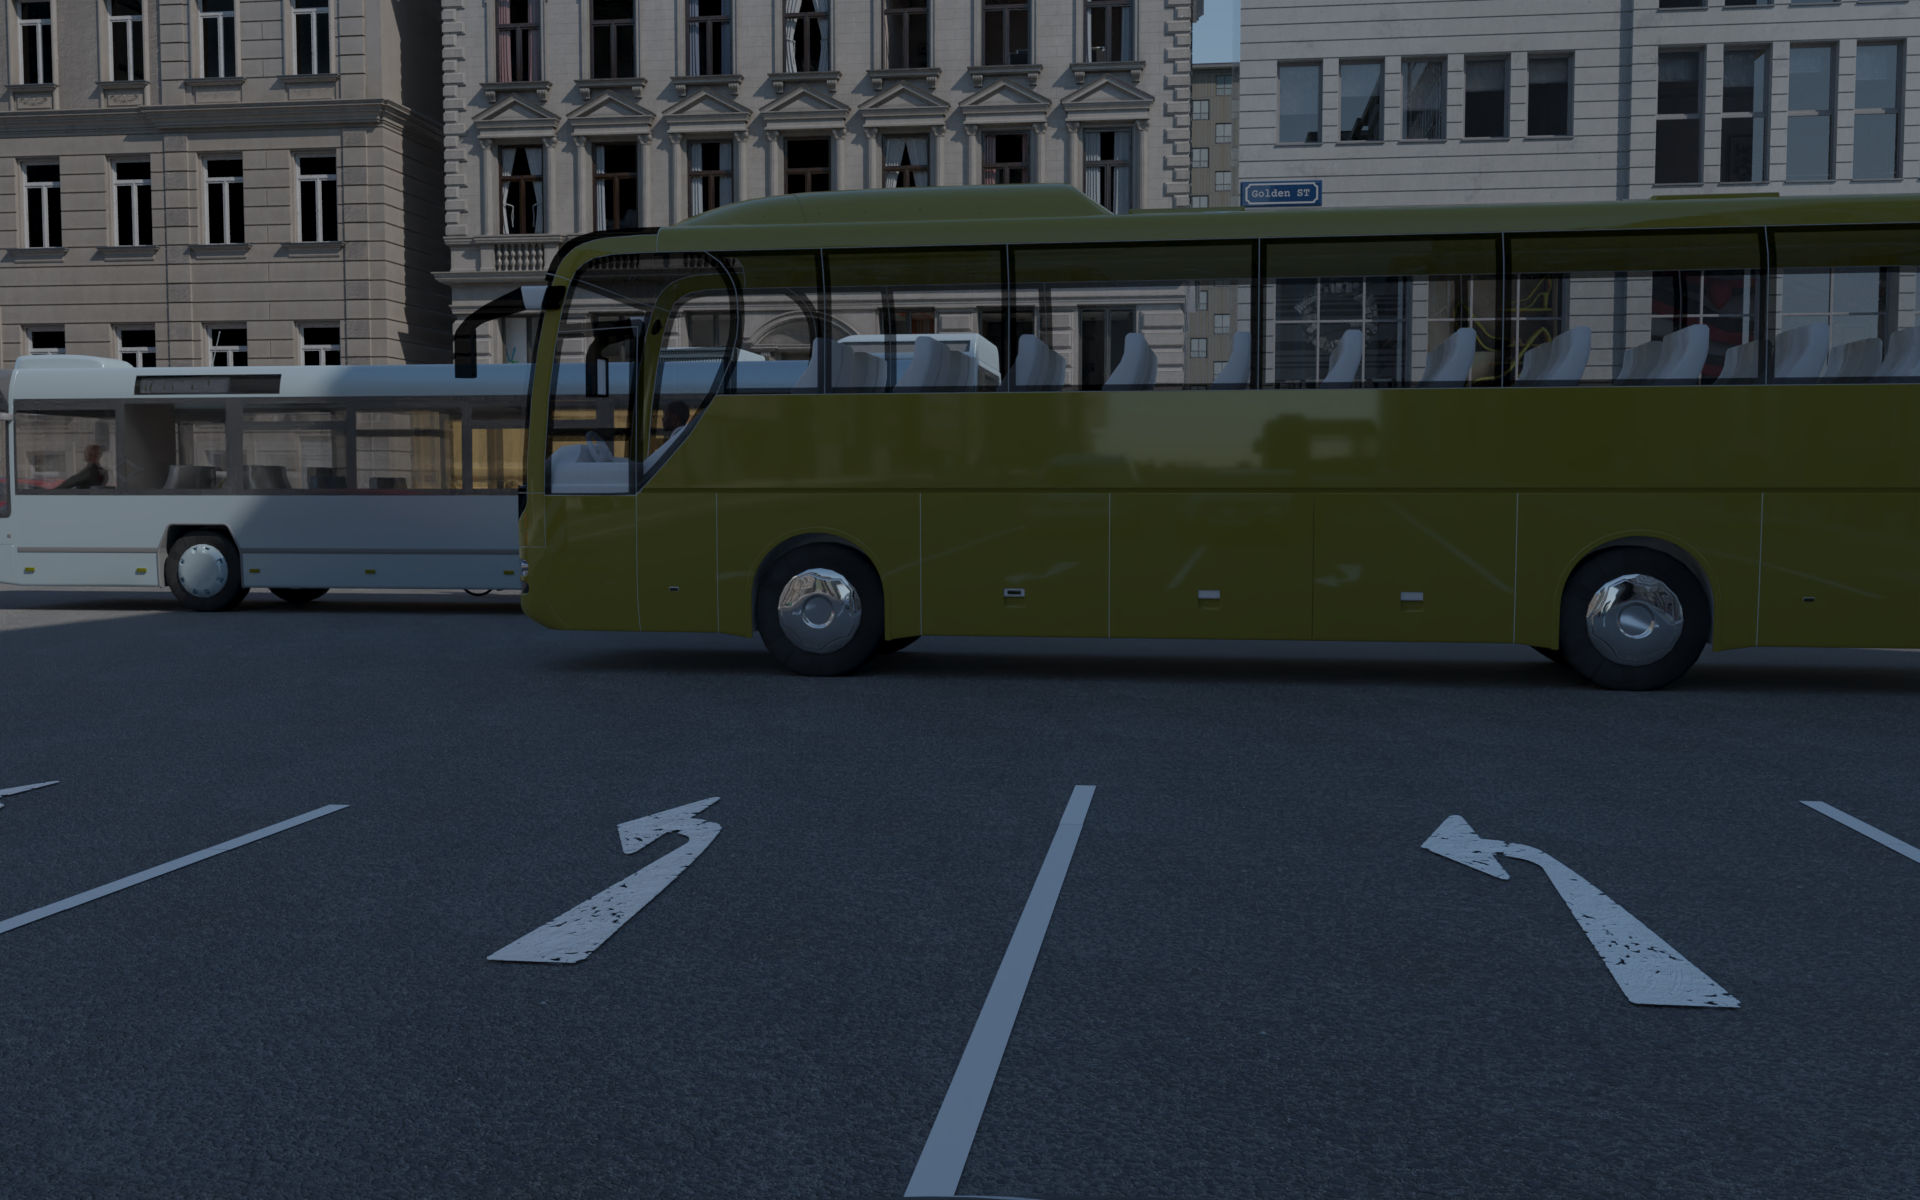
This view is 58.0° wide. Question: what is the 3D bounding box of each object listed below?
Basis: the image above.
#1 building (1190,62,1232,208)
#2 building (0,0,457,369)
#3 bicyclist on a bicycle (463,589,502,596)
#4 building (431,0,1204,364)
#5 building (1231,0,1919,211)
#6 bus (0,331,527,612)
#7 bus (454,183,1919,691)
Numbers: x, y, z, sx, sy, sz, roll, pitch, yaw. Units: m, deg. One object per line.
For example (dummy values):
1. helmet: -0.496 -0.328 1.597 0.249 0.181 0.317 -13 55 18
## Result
1. building: 29.336 -38.103 212.224 27.495 52.752 28.713 0 4 8
2. building: -25.746 -15.497 50.636 25.104 27.353 12.463 0 4 8
3. bicyclist on a bicycle: -6.270 -0.864 24.145 1.625 1.676 1.499 1 4 9
4. building: -3.106 -13.339 46.973 19.941 23.489 11.050 0 4 8
5. building: 21.848 -16.269 43.488 29.804 29.767 11.434 0 4 8
6. bus: -6.198 -1.639 21.660 13.247 3.499 2.948 0 4 8
7. bus: 2.284 -1.376 14.051 12.252 3.916 2.896 1 4 9
